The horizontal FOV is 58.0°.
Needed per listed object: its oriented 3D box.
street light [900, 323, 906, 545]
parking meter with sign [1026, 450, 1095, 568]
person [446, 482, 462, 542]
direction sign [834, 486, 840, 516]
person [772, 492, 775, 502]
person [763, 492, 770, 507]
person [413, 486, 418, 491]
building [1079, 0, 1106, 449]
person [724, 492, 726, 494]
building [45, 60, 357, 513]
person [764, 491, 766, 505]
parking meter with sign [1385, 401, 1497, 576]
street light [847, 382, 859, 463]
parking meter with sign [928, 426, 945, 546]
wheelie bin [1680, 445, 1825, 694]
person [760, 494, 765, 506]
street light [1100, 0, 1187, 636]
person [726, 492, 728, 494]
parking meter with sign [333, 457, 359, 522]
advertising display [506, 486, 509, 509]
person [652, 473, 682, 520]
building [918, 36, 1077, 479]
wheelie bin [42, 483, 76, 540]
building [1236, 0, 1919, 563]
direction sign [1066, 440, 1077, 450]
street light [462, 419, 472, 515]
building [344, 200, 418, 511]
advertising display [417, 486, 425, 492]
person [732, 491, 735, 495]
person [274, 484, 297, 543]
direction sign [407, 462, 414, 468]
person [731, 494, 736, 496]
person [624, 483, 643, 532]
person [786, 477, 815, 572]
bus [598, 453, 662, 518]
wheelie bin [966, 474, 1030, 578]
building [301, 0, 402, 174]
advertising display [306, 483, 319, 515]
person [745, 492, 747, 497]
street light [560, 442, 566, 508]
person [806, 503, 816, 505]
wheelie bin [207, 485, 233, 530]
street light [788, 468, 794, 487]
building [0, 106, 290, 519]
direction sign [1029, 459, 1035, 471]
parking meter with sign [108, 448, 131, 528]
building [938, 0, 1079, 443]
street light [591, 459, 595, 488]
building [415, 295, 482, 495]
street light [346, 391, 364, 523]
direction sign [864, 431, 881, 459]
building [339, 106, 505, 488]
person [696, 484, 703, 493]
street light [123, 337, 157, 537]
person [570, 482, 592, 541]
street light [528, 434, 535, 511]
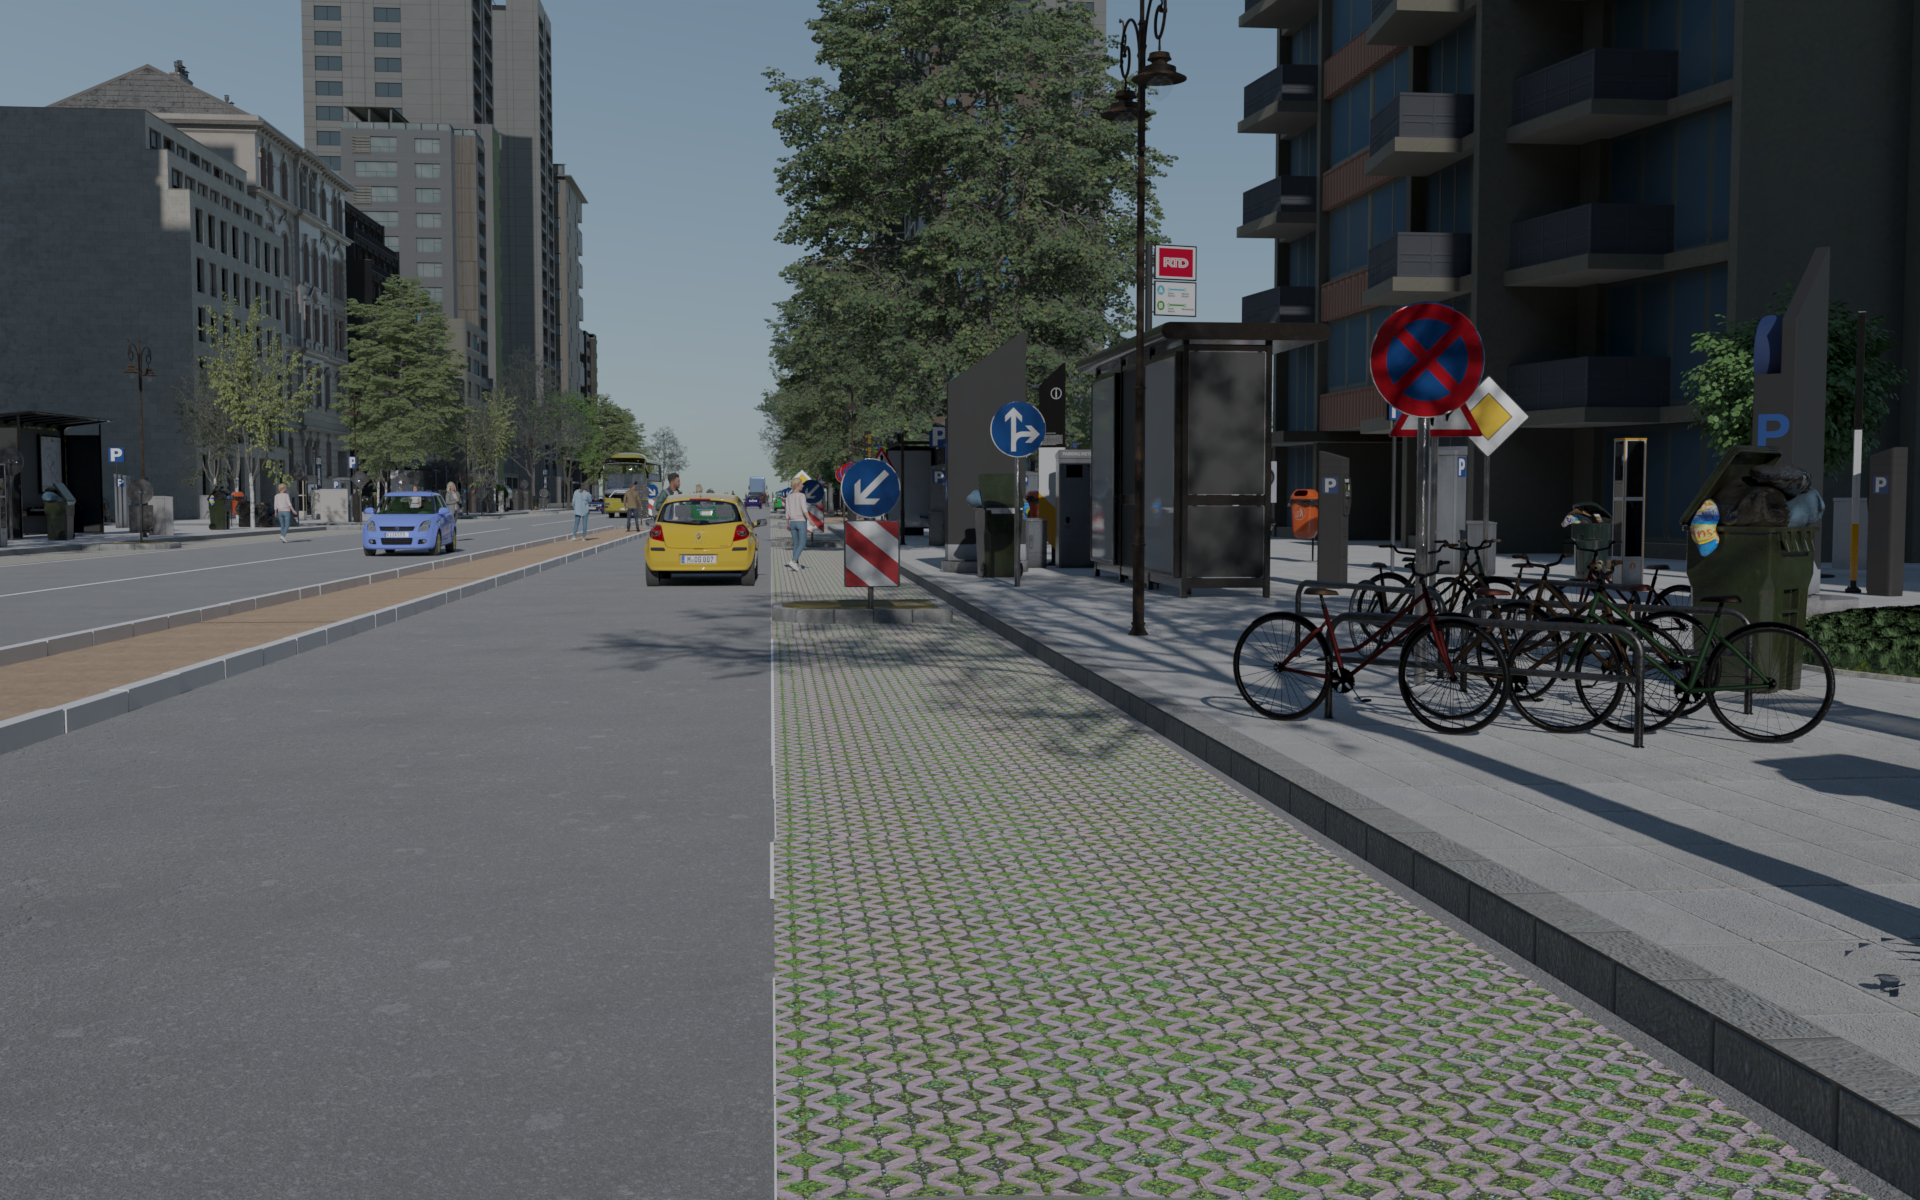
[{"bbox_3d":[-1.445,-4.323,43.470,0.468,5.910,1.993,0,4,-6],"label":"street light"},{"bbox_3d":[2.008,-2.071,30.117,1.738,3.016,0.543,0,4,-6],"label":"parking meter with sign"},{"bbox_3d":[-15.208,-2.656,52.114,0.537,1.800,0.526,-3,5,-45],"label":"person"},{"bbox_3d":[-7.303,-6.776,102.776,0.379,3.537,0.876,1,4,17],"label":"direction sign"},{"bbox_3d":[-33.159,-18.244,307.500,0.721,1.736,1.217,1,4,19],"label":"person"},{"bbox_3d":[-21.574,-11.234,192.971,0.445,1.727,0.742,3,5,43],"label":"person"},{"bbox_3d":[-20.633,-3.455,65.566,0.480,1.755,0.524,-1,4,-23],"label":"person"},{"bbox_3d":[3.872,-45.919,189.029,20.563,71.187,20.611,0,4,-6],"label":"building"},{"bbox_3d":[-39.455,-17.210,290.593,1.217,1.736,0.721,1,4,10],"label":"person"},{"bbox_3d":[-49.587,-20.020,114.721,14.401,28.519,23.554,0,4,-6],"label":"building"},{"bbox_3d":[-25.328,-13.239,224.984,1.348,1.821,0.705,-1,4,-21],"label":"person"},{"bbox_3d":[7.706,-1.923,27.708,1.738,3.016,0.543,3,5,39],"label":"parking meter with sign"},{"bbox_3d":[-4.430,-6.030,71.375,0.468,5.910,1.993,0,4,-6],"label":"street light"},{"bbox_3d":[-0.541,-2.887,43.465,0.543,3.016,1.738,0,4,2],"label":"parking meter with sign"},{"bbox_3d":[5.226,-0.213,11.397,0.980,1.594,0.693,-3,4,-38],"label":"wheelie bin"},{"bbox_3d":[-24.464,-12.399,214.479,1.065,1.426,0.557,3,5,45],"label":"person"},{"bbox_3d":[1.621,-2.617,15.574,0.468,5.910,1.993,0,4,-6],"label":"street light"},{"bbox_3d":[-41.383,-18.321,308.834,0.721,1.735,1.217,1,4,14],"label":"person"},{"bbox_3d":[-28.473,-5.101,79.658,0.543,3.016,1.738,2,4,24],"label":"parking meter with sign"},{"bbox_3d":[-34.731,-7.797,132.696,0.123,1.923,0.974,-2,4,-27],"label":"advertising display"},{"bbox_3d":[-5.284,-1.445,32.103,0.794,1.824,0.713,-3,4,-37],"label":"person"},{"bbox_3d":[3.396,-31.897,171.625,14.600,45.320,14.200,0,4,-6],"label":"building"},{"bbox_3d":[-25.099,-2.466,48.226,0.693,1.594,0.980,0,4,-5],"label":"wheelie bin"},{"bbox_3d":[19.642,-23.881,45.072,22.147,44.769,28.867,0,4,-6],"label":"building"},{"bbox_3d":[4.509,-4.952,72.968,0.876,3.537,0.379,-1,4,-14],"label":"direction sign"},{"bbox_3d":[-30.255,-8.159,106.185,0.468,5.910,1.993,0,4,-6],"label":"street light"},{"bbox_3d":[-50.446,-18.696,135.357,12.332,23.373,15.834,0,4,-6],"label":"building"},{"bbox_3d":[-46.857,-8.860,150.069,0.974,1.923,0.123,-2,4,-35],"label":"advertising display"},{"bbox_3d":[-25.016,-11.137,190.608,0.705,1.821,1.348,-3,4,-36],"label":"person"},{"bbox_3d":[-19.785,-2.542,50.732,0.731,1.740,0.598,0,4,0],"label":"person"},{"bbox_3d":[-38.621,-7.895,121.085,0.876,3.537,0.379,-1,4,-12],"label":"direction sign"},{"bbox_3d":[-34.947,-15.731,266.529,1.217,1.723,0.721,-1,4,-18],"label":"person"},{"bbox_3d":[-12.311,-3.477,65.258,0.656,1.842,0.836,-3,5,-39],"label":"person"},{"bbox_3d":[-2.991,-1.394,31.969,0.731,1.740,0.598,2,4,25],"label":"person"},{"bbox_3d":[-20.174,-7.062,107.017,2.896,3.916,12.252,0,4,-5],"label":"bus"},{"bbox_3d":[0.563,-1.155,26.789,0.980,1.594,0.693,-1,4,-15],"label":"wheelie bin"},{"bbox_3d":[-63.029,-46.702,201.827,20.563,71.187,20.611,0,4,-6],"label":"building"},{"bbox_3d":[-39.502,-6.144,105.662,0.123,1.923,0.974,1,4,20],"label":"advertising display"},{"bbox_3d":[-35.948,-17.216,290.899,0.530,1.710,0.541,0,4,-3],"label":"person"},{"bbox_3d":[-35.427,-11.112,154.476,0.468,5.910,1.993,0,4,-6],"label":"street light"},{"bbox_3d":[-5.629,-3.375,64.037,0.716,1.782,0.532,-3,5,-42],"label":"person"},{"bbox_3d":[-26.472,-3.308,62.000,0.693,1.594,0.980,0,4,0],"label":"wheelie bin"},{"bbox_3d":[-27.714,-19.033,283.969,0.468,5.910,1.993,0,4,-6],"label":"street light"},{"bbox_3d":[-44.452,-14.658,94.413,10.420,20.320,16.860,0,4,-6],"label":"building"},{"bbox_3d":[4.370,-7.193,109.600,0.876,3.537,0.379,2,4,35],"label":"direction sign"},{"bbox_3d":[-31.733,-4.246,65.681,0.543,3.016,1.738,-1,4,-12],"label":"parking meter with sign"},{"bbox_3d":[2.074,-47.185,209.732,20.563,71.187,20.611,0,4,-6],"label":"building"},{"bbox_3d":[-38.572,-12.821,182.405,0.468,5.910,1.993,0,4,-6],"label":"street light"},{"bbox_3d":[-61.856,-19.496,163.806,27.650,21.520,28.899,0,4,-6],"label":"building"},{"bbox_3d":[-27.069,-6.409,77.576,0.468,5.910,1.993,0,4,-6],"label":"street light"},{"bbox_3d":[-3.105,-4.304,62.367,0.876,3.537,0.379,-3,5,-44],"label":"direction sign"},{"bbox_3d":[-57.193,-30.688,185.348,14.154,41.232,14.086,0,4,-6],"label":"building"},{"bbox_3d":[-9.698,-3.409,64.425,0.728,1.800,0.709,1,4,16],"label":"person"},{"bbox_3d":[-24.139,-4.790,51.111,0.468,5.910,1.993,0,4,-6],"label":"street light"},{"bbox_3d":[-11.511,-2.680,52.576,0.793,1.790,0.793,-3,4,-36],"label":"person"},{"bbox_3d":[-33.202,-9.866,134.094,0.468,5.910,1.993,0,4,-6],"label":"street light"}]
